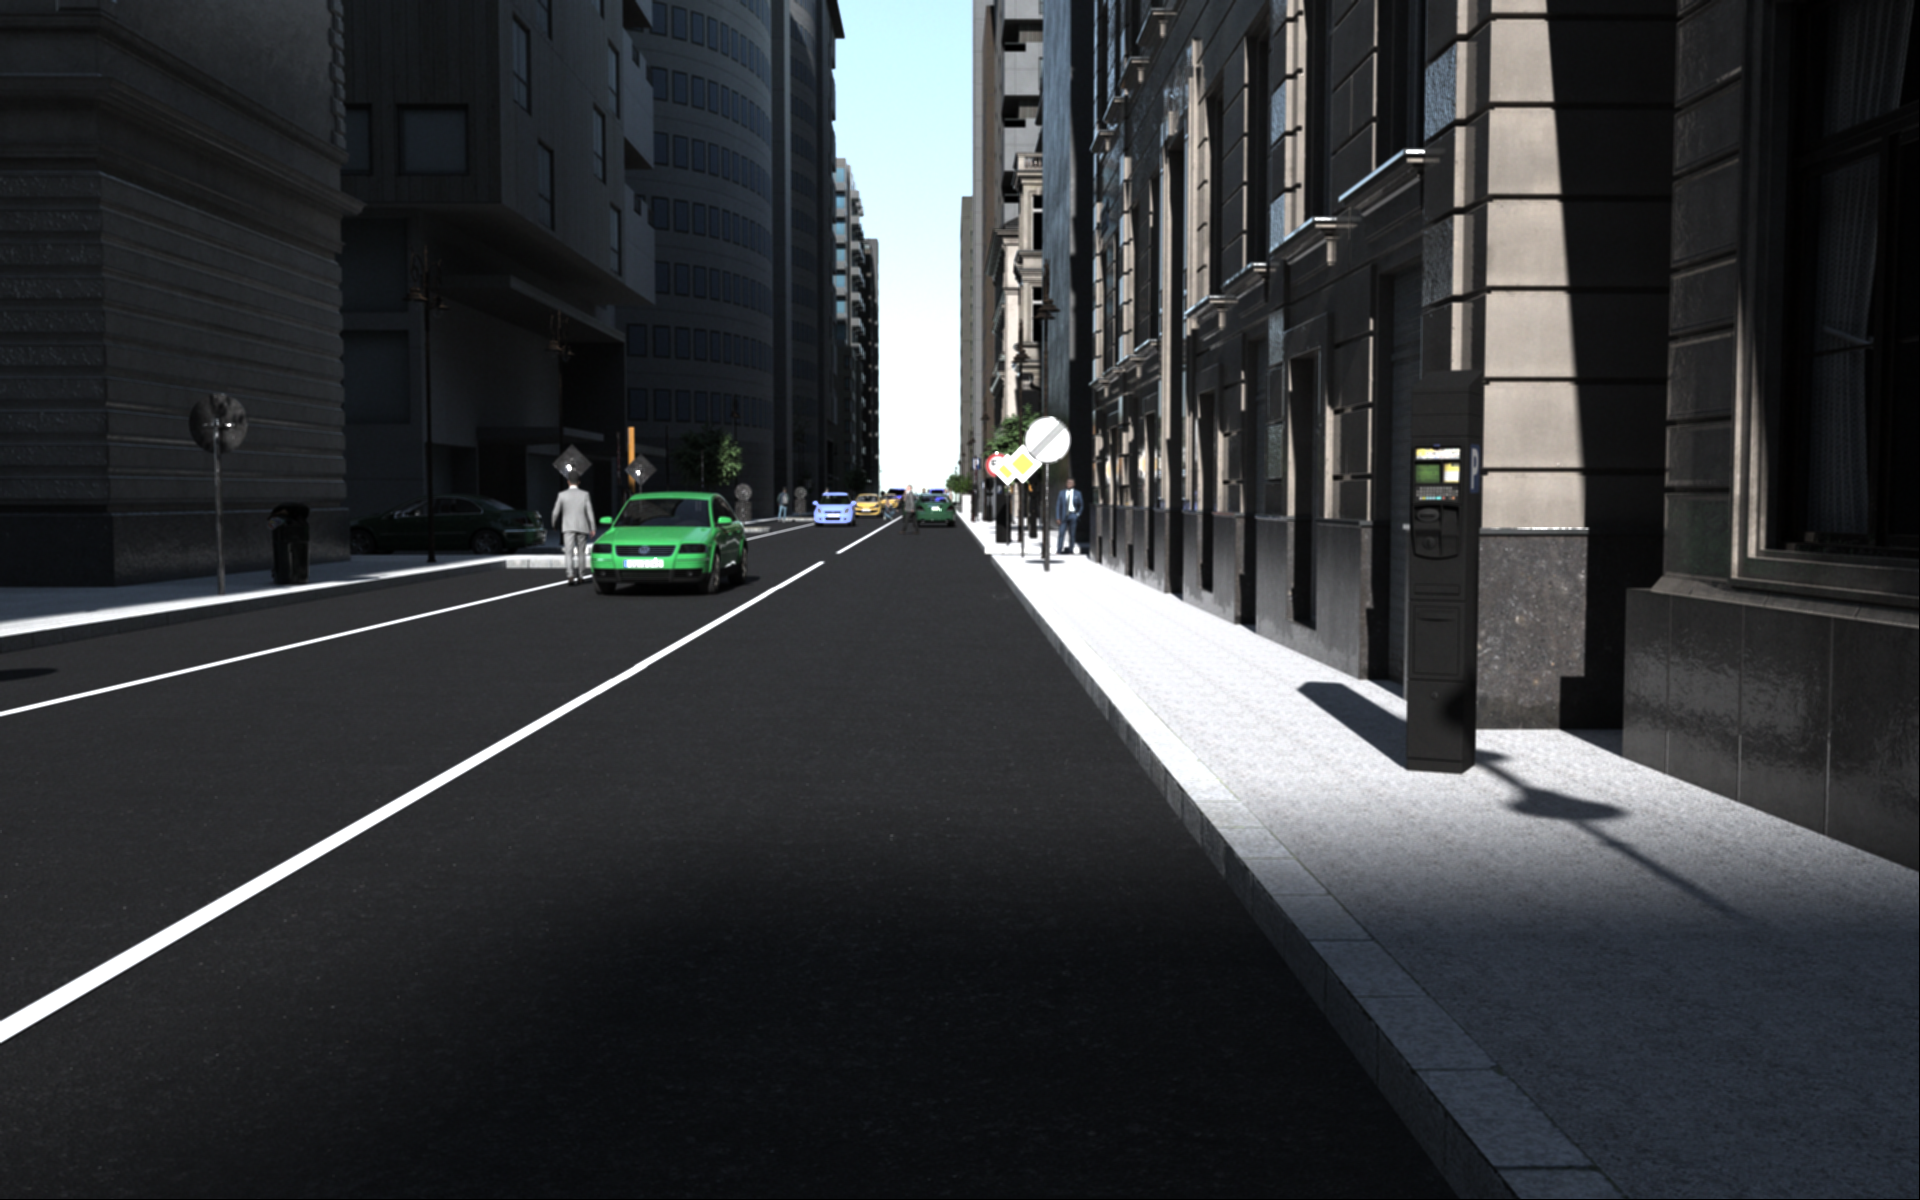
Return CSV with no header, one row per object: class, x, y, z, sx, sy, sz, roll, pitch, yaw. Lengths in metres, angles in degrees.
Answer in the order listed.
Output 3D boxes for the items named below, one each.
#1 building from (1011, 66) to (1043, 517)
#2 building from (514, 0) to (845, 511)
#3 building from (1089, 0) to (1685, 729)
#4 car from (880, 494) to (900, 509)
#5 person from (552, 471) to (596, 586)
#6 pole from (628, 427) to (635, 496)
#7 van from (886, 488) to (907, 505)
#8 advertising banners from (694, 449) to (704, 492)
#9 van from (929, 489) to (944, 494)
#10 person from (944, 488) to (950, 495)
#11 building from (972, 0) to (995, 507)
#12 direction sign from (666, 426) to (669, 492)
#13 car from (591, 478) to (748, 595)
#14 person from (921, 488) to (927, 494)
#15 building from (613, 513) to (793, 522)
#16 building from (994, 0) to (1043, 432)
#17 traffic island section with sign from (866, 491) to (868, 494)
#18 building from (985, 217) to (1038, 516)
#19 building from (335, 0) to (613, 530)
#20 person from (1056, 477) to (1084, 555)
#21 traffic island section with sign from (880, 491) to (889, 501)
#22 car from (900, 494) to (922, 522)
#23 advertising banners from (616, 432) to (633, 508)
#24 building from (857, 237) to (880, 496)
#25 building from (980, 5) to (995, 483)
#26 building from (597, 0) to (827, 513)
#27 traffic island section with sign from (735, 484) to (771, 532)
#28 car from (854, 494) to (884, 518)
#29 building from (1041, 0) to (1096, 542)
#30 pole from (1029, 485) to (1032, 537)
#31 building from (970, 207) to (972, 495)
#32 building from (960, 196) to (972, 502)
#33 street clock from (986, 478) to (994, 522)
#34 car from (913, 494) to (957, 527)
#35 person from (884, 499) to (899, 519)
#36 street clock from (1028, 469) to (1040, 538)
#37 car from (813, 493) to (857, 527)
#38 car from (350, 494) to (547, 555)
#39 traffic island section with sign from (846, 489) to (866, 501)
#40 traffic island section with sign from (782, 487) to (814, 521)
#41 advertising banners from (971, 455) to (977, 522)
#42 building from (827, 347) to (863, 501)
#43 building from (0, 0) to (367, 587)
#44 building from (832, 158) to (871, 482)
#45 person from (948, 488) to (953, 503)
building,9.708,-16.013,80.889,14.460,24.649,34.723,0,4,-1
building,-26.469,-35.769,174.065,28.713,52.752,27.495,0,4,-1
building,8.288,-13.669,20.755,12.463,27.353,25.104,0,4,-1
car,-6.673,-9.427,164.355,2.015,1.641,3.980,0,4,0
person,-6.073,-1.130,27.250,0.678,1.792,0.850,-1,4,-13
pole,-9.983,-3.597,52.657,0.158,3.312,0.155,0,3,0
van,-6.501,-10.759,180.300,2.240,2.365,5.245,0,4,1
advertising banners,-10.079,-4.329,66.960,0.090,3.025,2.074,0,4,2
van,-2.775,-12.292,205.353,2.240,2.365,5.245,0,4,-2
person,-0.771,-6.174,109.703,0.793,1.790,0.793,-3,5,-42
building,11.759,-38.923,178.387,21.231,58.520,28.212,0,4,-1
direction sign,-9.735,-4.020,57.719,0.379,3.537,0.876,-1,4,-14
car,-4.318,-1.060,26.121,1.959,1.807,4.718,0,4,1
person,-1.929,-5.259,94.903,0.576,1.772,0.534,-2,4,-28
building,-20.677,-33.596,91.297,21.231,58.520,28.212,0,4,-1
building,16.491,-33.458,136.273,28.713,52.752,27.495,0,4,-1
traffic island section with sign,-9.337,-9.872,170.027,1.989,1.847,2.006,0,4,-1
building,7.072,-14.893,108.125,10.561,19.102,19.286,0,4,-1
building,-25.163,-28.526,55.636,28.713,52.752,27.495,0,4,-1
person,2.411,-1.837,38.715,0.721,1.800,0.419,0,4,1
traffic island section with sign,-10.227,-14.886,252.015,1.989,1.847,2.006,0,4,-1
car,-2.078,-4.834,90.831,2.131,1.459,4.920,0,4,0
advertising banners,-9.605,-3.265,49.577,0.090,3.025,2.074,0,4,1
building,-19.834,-35.817,269.209,14.154,41.232,14.086,0,4,-1
building,9.091,-31.039,157.593,14.600,45.320,14.200,0,4,-1
building,-22.694,-36.924,145.703,21.231,58.520,28.212,0,4,-1
traffic island section with sign,-8.199,-3.492,65.724,1.989,1.847,2.006,0,4,-1
car,-5.634,-5.852,105.910,2.015,1.641,3.980,0,4,0
building,17.721,-14.166,50.683,30.058,24.678,14.314,0,4,-1
pole,2.138,-3.544,51.795,0.158,3.312,0.155,0,3,0
building,8.498,-34.550,248.486,14.154,41.232,14.086,0,4,-1
building,10.778,-39.310,266.426,21.300,48.544,21.600,0,4,-1
street clock,1.377,-4.611,79.966,0.358,2.002,0.471,-1,4,-20
car,-1.153,-3.940,76.209,2.131,1.459,4.920,0,4,-3
person,-3.918,-5.128,97.836,1.012,1.151,0.738,-3,5,-43
street clock,2.136,-2.793,50.239,0.358,2.002,0.471,1,4,10
car,-5.542,-4.116,76.891,1.945,1.707,3.694,0,4,-1
car,-11.878,-1.675,39.188,4.920,1.459,2.131,0,4,-2
traffic island section with sign,-9.028,-8.199,142.681,1.989,1.847,2.006,0,4,-1
traffic island section with sign,-8.490,-5.141,92.677,1.989,1.847,2.006,0,4,-1
advertising banners,0.632,-5.083,79.296,0.090,3.025,2.074,0,4,-5
building,-26.651,-22.804,217.882,27.650,21.520,28.899,0,4,-1
building,-20.930,-12.166,27.799,19.941,23.489,11.050,0,4,-1
building,-25.008,-38.353,246.683,23.786,49.044,30.456,0,4,-1
person,-0.565,-5.262,94.870,0.374,1.781,0.599,1,4,11
